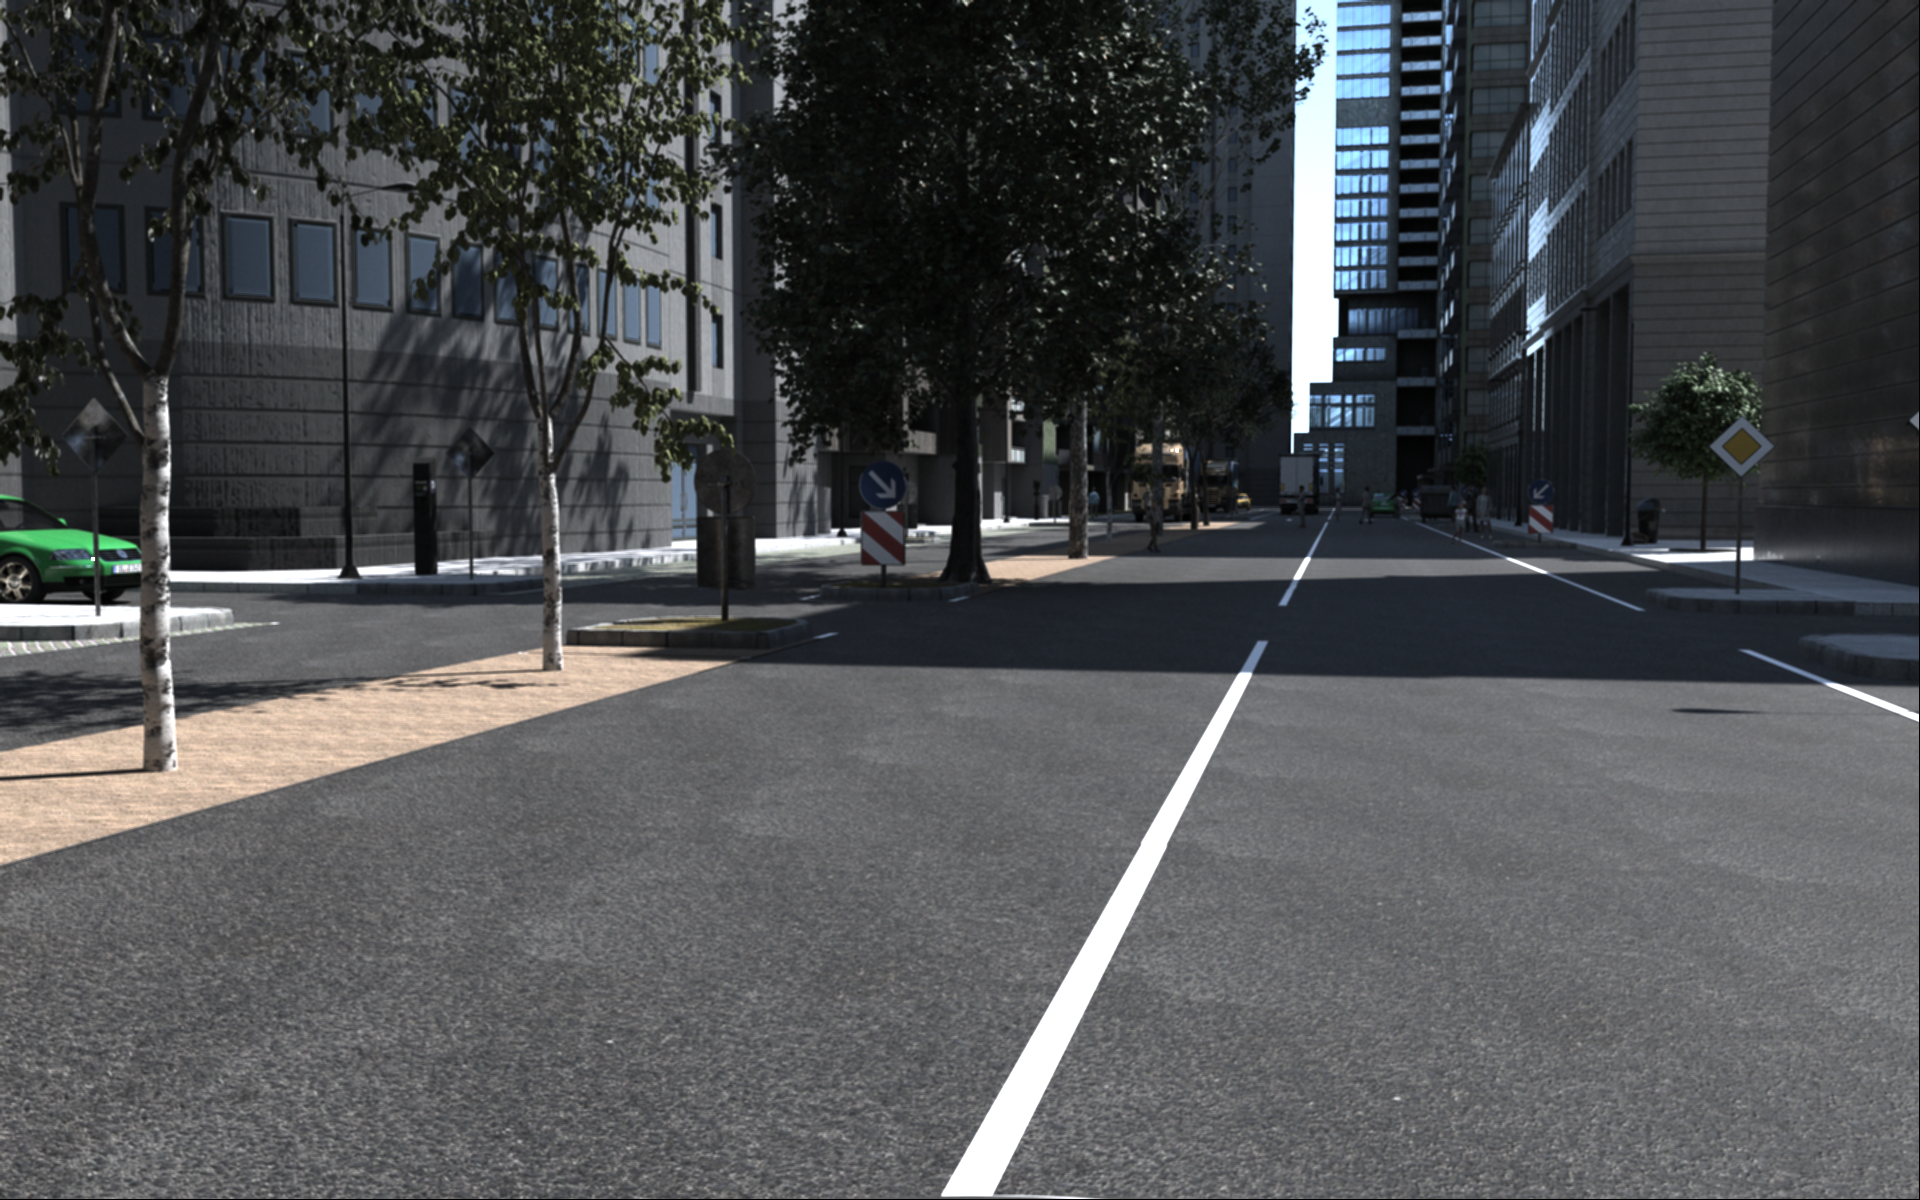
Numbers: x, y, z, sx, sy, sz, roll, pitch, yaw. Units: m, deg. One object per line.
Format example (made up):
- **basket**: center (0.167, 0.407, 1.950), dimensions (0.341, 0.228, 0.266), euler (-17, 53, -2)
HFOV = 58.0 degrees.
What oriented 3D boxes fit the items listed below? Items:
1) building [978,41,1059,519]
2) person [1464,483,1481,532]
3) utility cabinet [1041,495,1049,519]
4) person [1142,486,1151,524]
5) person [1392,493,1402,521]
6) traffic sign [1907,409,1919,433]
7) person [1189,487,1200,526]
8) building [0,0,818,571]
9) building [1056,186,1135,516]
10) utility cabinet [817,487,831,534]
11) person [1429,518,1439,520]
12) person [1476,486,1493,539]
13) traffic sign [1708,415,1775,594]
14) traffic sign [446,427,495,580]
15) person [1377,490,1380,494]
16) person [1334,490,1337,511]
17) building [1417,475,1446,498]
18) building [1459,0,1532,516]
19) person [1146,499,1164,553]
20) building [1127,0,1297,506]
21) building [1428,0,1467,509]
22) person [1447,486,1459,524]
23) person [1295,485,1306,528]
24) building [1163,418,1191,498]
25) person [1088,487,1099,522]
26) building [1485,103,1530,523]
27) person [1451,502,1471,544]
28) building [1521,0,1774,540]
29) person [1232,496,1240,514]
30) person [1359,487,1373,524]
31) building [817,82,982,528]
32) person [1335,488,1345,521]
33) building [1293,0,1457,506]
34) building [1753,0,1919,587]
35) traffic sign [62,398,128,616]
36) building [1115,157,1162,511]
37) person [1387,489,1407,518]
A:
- **building**: center (-2.836, -24.871, 90.234), dimensions (14.154, 41.232, 14.086), euler (1, 4, 12)
- **person**: center (19.287, -3.481, 65.224), dimensions (0.655, 1.846, 0.447), euler (0, 4, 0)
- **utility cabinet**: center (4.411, -4.812, 89.833), dimensions (0.306, 1.237, 1.020), euler (0, 4, -6)
- **person**: center (8.988, -4.573, 83.449), dimensions (0.537, 1.800, 0.526), euler (-1, 4, -19)
- **person**: center (23.487, -5.014, 93.068), dimensions (0.503, 1.515, 0.523), euler (0, 4, -6)
- **traffic sign**: center (8.226, -0.652, 14.308), dimensions (0.795, 2.450, 0.064), euler (1, 4, 12)
- **person**: center (10.422, -4.138, 76.710), dimensions (0.519, 1.759, 0.362), euler (-3, 4, -37)
- **building**: center (-17.679, -30.494, 40.583), dimensions (21.231, 58.520, 28.212), euler (1, 4, 12)
- **building**: center (-0.219, -28.187, 115.482), dimensions (22.147, 44.769, 28.867), euler (1, 4, 12)
- **utility cabinet**: center (-4.631, -2.831, 54.970), dimensions (1.173, 1.500, 0.318), euler (3, 4, 36)
- **person**: center (26.106, -5.329, 95.731), dimensions (0.391, 1.810, 0.635), euler (-3, 5, -41)
- **person**: center (16.851, -2.822, 55.640), dimensions (0.512, 1.701, 0.522), euler (1, 4, 15)
- **traffic sign**: center (9.947, -1.129, 22.106), dimensions (0.795, 2.450, 0.064), euler (1, 4, 12)
- **traffic sign**: center (-7.328, -1.363, 25.926), dimensions (0.795, 2.450, 0.064), euler (1, 4, 12)
- **person**: center (31.448, -7.381, 130.096), dimensions (0.541, 1.710, 0.530), euler (-3, 5, -44)
- **person**: center (32.210, -8.554, 148.350), dimensions (0.705, 1.826, 1.348), euler (0, 4, 4)
- **building**: center (57.742, -28.255, 153.844), dimensions (32.217, 40.220, 23.993), euler (1, 4, 12)
- **building**: center (38.446, -25.922, 107.415), dimensions (14.154, 41.232, 14.086), euler (1, 4, 12)
- **person**: center (4.798, -1.820, 42.528), dimensions (0.475, 1.303, 0.640), euler (-2, 4, -32)
- **building**: center (22.632, -39.742, 191.778), dimensions (28.212, 58.520, 21.231), euler (1, 4, 12)
- **building**: center (47.611, -31.090, 127.924), dimensions (23.786, 49.044, 30.456), euler (1, 4, 12)
- **person**: center (22.992, -4.406, 80.559), dimensions (0.660, 1.820, 0.620), euler (-3, 4, -39)
- **person**: center (14.576, -4.008, 74.211), dimensions (0.466, 1.800, 0.511), euler (-1, 4, -10)
- **building**: center (6.297, -19.526, 164.289), dimensions (28.899, 21.520, 27.650), euler (1, 4, 12)
- **person**: center (6.917, -4.936, 89.547), dimensions (0.601, 1.785, 0.444), euler (0, 4, -5)
- **building**: center (31.480, -14.414, 84.819), dimensions (9.793, 20.994, 18.267), euler (1, 4, 12)
- **person**: center (14.356, -2.208, 49.617), dimensions (0.505, 1.210, 0.382), euler (0, 4, 4)
- **building**: center (27.184, -17.336, 60.931), dimensions (11.434, 29.767, 29.804), euler (1, 4, 12)
- **person**: center (19.940, -7.092, 125.369), dimensions (0.530, 1.710, 0.541), euler (0, 4, -8)
- **person**: center (19.492, -4.551, 83.180), dimensions (0.850, 1.792, 0.678), euler (-3, 4, -39)
- **building**: center (-7.372, -18.182, 68.976), dimensions (14.160, 30.474, 14.107), euler (1, 4, 12)
- **person**: center (19.985, -5.016, 91.076), dimensions (0.524, 1.755, 0.480), euler (1, 4, 13)
- **building**: center (52.307, -53.419, 186.066), dimensions (31.000, 86.520, 22.319), euler (1, 4, 12)
- **building**: center (25.941, -13.895, 24.443), dimensions (25.104, 27.353, 12.463), euler (1, 4, 12)
- **traffic sign**: center (-9.049, -0.886, 18.128), dimensions (0.795, 2.450, 0.064), euler (1, 4, 12)
- **building**: center (8.129, -22.304, 136.375), dimensions (14.160, 30.474, 14.107), euler (1, 4, 12)
- **person**: center (26.118, -5.763, 103.547), dimensions (1.217, 1.723, 0.721), euler (0, 4, -5)
